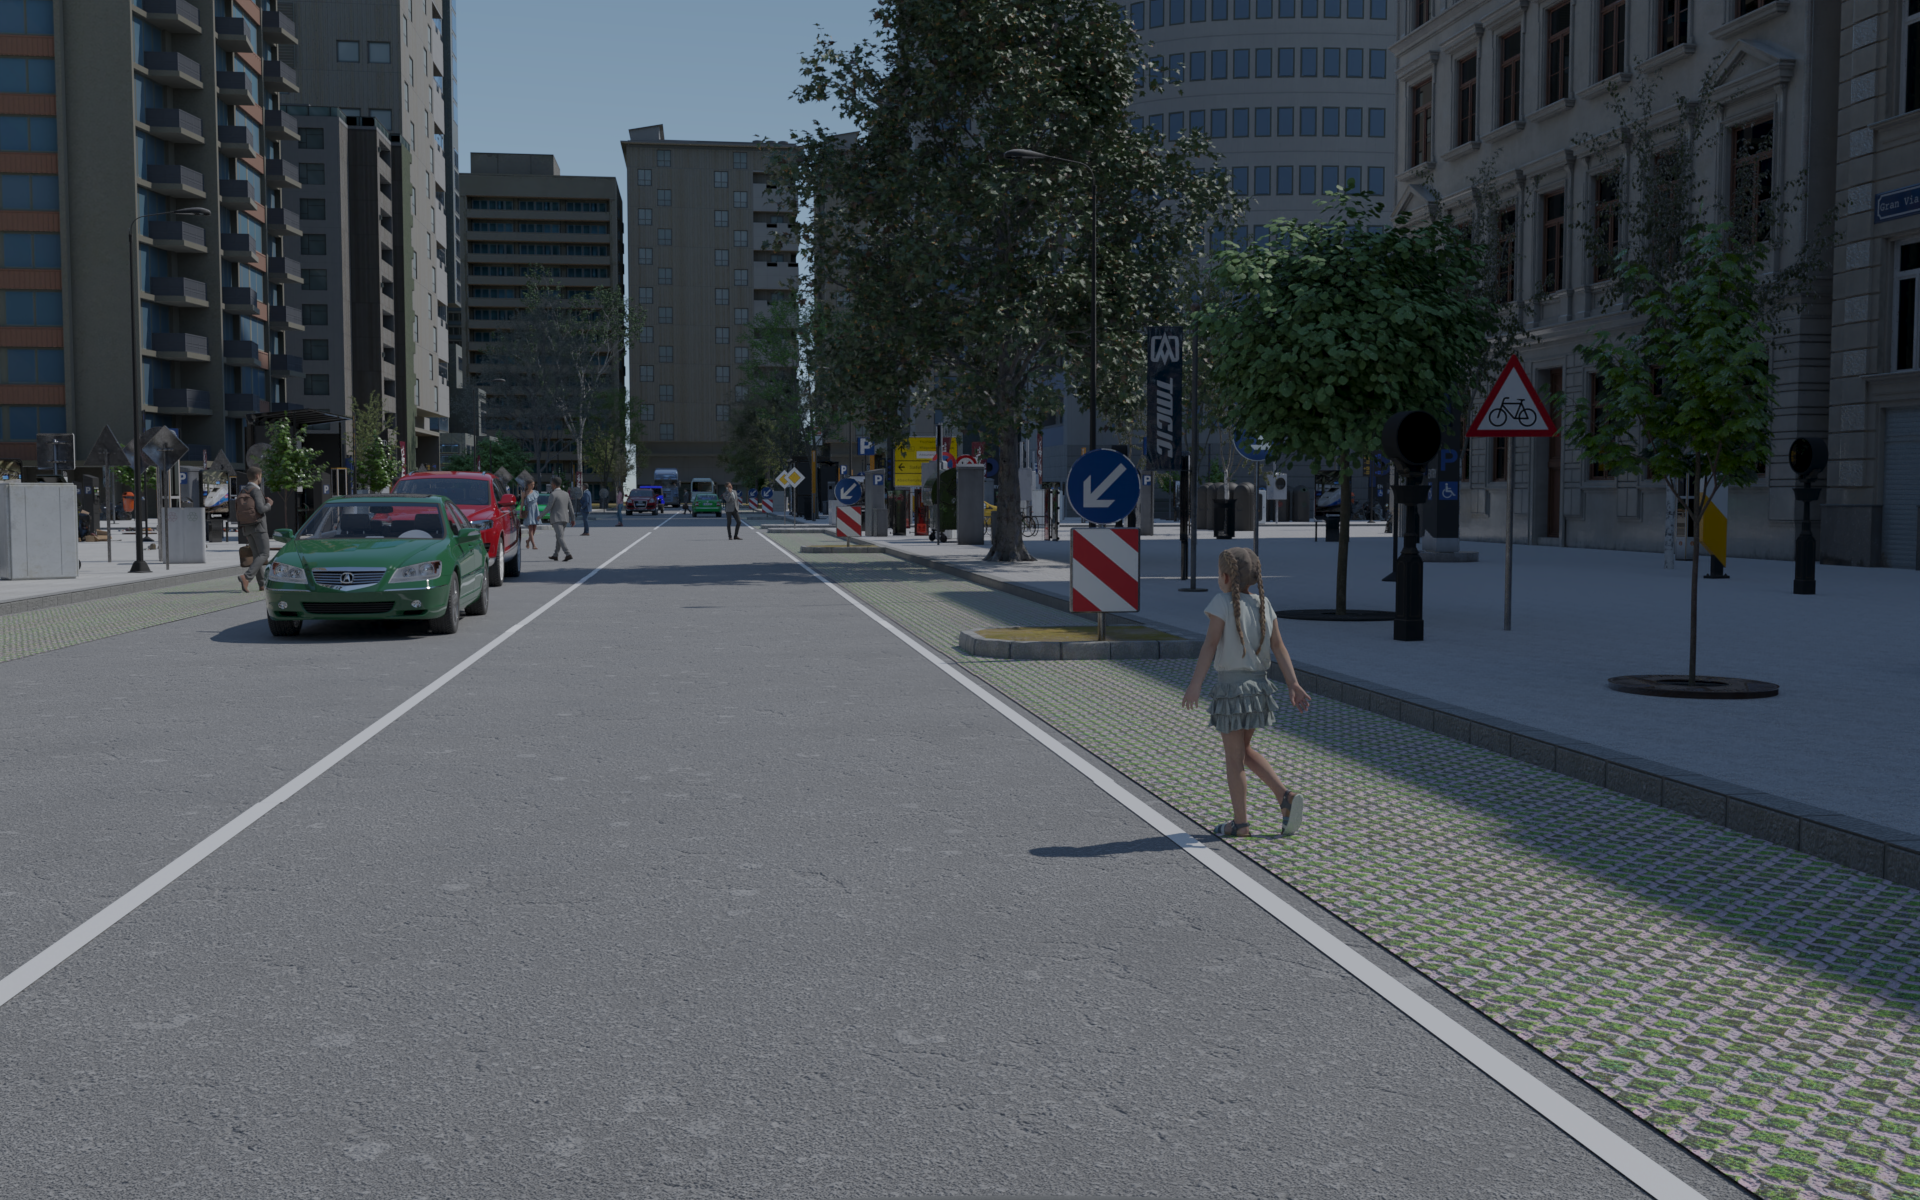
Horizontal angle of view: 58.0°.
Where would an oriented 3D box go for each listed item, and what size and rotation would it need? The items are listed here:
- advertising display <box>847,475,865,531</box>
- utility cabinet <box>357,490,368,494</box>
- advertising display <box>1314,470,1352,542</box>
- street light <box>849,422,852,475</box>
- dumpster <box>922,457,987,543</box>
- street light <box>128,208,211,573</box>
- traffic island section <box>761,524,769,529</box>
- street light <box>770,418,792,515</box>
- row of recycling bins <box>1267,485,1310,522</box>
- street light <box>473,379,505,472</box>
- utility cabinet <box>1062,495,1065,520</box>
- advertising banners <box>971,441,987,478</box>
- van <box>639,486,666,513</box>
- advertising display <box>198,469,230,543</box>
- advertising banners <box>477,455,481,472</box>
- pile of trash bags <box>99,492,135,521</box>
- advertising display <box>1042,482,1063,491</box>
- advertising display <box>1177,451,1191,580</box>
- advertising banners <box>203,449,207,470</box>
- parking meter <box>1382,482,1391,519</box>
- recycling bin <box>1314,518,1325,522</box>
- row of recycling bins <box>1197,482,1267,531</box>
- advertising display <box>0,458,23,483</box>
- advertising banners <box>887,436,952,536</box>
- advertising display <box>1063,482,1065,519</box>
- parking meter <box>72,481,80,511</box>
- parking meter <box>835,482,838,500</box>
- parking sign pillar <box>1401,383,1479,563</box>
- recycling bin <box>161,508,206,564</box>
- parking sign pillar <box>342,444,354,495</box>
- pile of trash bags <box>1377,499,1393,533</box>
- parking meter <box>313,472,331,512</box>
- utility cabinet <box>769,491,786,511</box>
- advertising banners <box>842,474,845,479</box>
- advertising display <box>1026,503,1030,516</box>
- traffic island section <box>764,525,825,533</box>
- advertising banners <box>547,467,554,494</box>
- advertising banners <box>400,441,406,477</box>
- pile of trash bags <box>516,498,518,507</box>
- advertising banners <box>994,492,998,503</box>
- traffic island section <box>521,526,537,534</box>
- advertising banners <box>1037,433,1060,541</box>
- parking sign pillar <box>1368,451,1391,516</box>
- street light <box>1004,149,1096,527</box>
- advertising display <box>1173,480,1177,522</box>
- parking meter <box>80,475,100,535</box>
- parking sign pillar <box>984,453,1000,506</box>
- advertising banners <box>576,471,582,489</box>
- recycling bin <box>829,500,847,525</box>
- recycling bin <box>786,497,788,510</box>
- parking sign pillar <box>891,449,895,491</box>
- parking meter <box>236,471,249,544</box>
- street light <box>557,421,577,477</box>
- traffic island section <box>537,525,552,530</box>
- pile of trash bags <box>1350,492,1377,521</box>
[{"bbox_3d":[-3.400,-3.322,59.522,0.974,1.923,0.123,-1,4,-22],"label":"advertising display"},{"bbox_3d":[-30.894,-4.948,89.571,0.318,1.500,1.173,0,4,-5],"label":"utility cabinet"},{"bbox_3d":[10.008,-2.525,46.503,0.974,1.923,0.123,1,4,8],"label":"advertising display"},{"bbox_3d":[-4.558,-5.561,63.471,1.470,5.913,1.316,-1,4,-8],"label":"street light"},{"bbox_3d":[-0.145,-2.680,46.306,1.502,2.255,1.985,-1,4,-8],"label":"dumpster"},{"bbox_3d":[-12.852,-3.403,28.177,1.470,5.913,1.316,-1,4,-8],"label":"street light"},{"bbox_3d":[-7.252,-3.036,71.926,2.009,0.180,2.903,-1,4,-8],"label":"traffic island section"},{"bbox_3d":[-10.913,-8.175,106.207,1.470,5.913,1.316,-1,4,-8],"label":"street light"},{"bbox_3d":[14.381,-4.465,80.108,3.534,1.692,1.069,1,4,11],"label":"row of recycling bins"},{"bbox_3d":[-19.045,-5.958,69.952,1.470,5.913,1.316,-1,4,-8],"label":"street light"},{"bbox_3d":[4.735,-4.543,85.448,0.306,1.237,1.020,3,5,40],"label":"utility cabinet"},{"bbox_3d":[-0.063,-3.775,57.912,2.074,3.025,0.090,2,4,29],"label":"advertising banners"},{"bbox_3d":[-23.161,-7.676,129.883,2.240,2.365,5.245,-1,4,-10],"label":"van"},{"bbox_3d":[-19.702,-2.481,45.780,0.123,1.923,0.974,1,4,19],"label":"advertising display"},{"bbox_3d":[-21.112,-4.928,76.768,0.090,3.025,2.074,-2,4,-29],"label":"advertising banners"},{"bbox_3d":[-40.754,-4.508,83.457,3.447,1.369,1.912,3,4,37],"label":"pile of trash bags"},{"bbox_3d":[4.701,-5.149,89.394,0.974,1.923,0.123,1,4,16],"label":"advertising display"},{"bbox_3d":[3.400,-1.279,26.133,0.123,1.923,0.974,1,4,10],"label":"advertising display"},{"bbox_3d":[-30.125,-4.439,68.773,0.090,3.025,2.074,-2,4,-35],"label":"advertising banners"},{"bbox_3d":[21.112,-4.892,85.693,0.399,1.863,0.255,-3,4,-38],"label":"parking meter"},{"bbox_3d":[16.593,-4.053,78.814,0.722,1.027,0.722,-2,4,-23],"label":"recycling bin"},{"bbox_3d":[9.423,-3.317,61.347,1.069,1.692,3.534,-1,4,-19],"label":"row of recycling bins"},{"bbox_3d":[-17.191,-1.579,31.038,0.123,1.923,0.974,1,4,14],"label":"advertising display"},{"bbox_3d":[-1.203,-3.479,53.071,2.074,3.025,0.090,2,4,23],"label":"advertising banners"},{"bbox_3d":[5.426,-5.223,90.602,0.123,1.923,0.974,0,4,5],"label":"advertising display"},{"bbox_3d":[-38.590,-4.285,75.771,0.399,1.863,0.255,-2,4,-31],"label":"parking meter"},{"bbox_3d":[-5.613,-4.598,80.885,0.255,1.863,0.399,3,5,43],"label":"parking meter"},{"bbox_3d":[9.184,-2.726,33.044,1.447,3.967,1.447,0,4,3],"label":"parking sign pillar"},{"bbox_3d":[-14.394,-1.197,32.133,0.722,1.027,0.722,-1,4,-23],"label":"recycling bin"},{"bbox_3d":[-33.238,-6.459,94.081,1.447,3.967,1.447,-1,4,-12],"label":"parking sign pillar"},{"bbox_3d":[15.800,-2.881,56.861,3.447,1.369,1.912,-1,4,-20],"label":"pile of trash bags"},{"bbox_3d":[-15.878,-2.290,43.151,0.255,1.863,0.399,1,4,16],"label":"parking meter"},{"bbox_3d":[-15.092,-8.269,143.876,1.173,1.500,0.318,-1,4,-21],"label":"utility cabinet"},{"bbox_3d":[-7.524,-6.828,107.827,0.090,3.025,2.074,1,4,22],"label":"advertising banners"},{"bbox_3d":[3.487,-5.070,88.108,0.974,1.923,0.123,2,4,31],"label":"advertising display"},{"bbox_3d":[-6.085,-2.553,64.026,2.009,0.180,2.903,-1,4,-8],"label":"traffic island section"},{"bbox_3d":[-26.103,-6.988,110.443,0.090,3.025,2.074,0,4,-1],"label":"advertising banners"},{"bbox_3d":[-18.349,-3.776,57.920,0.090,3.025,2.074,0,4,2],"label":"advertising banners"},{"bbox_3d":[-37.322,-8.016,140.811,1.912,1.369,3.447,2,4,30],"label":"pile of trash bags"},{"bbox_3d":[1.541,-5.507,86.223,0.090,3.025,2.074,2,4,26],"label":"advertising banners"},{"bbox_3d":[-16.515,-2.460,62.497,2.009,0.180,2.903,-1,4,-8],"label":"traffic island section"},{"bbox_3d":[2.416,-3.153,47.745,0.090,3.025,2.074,-1,4,-13],"label":"advertising banners"},{"bbox_3d":[21.546,-6.123,88.576,1.447,3.967,1.447,1,4,14],"label":"parking sign pillar"},{"bbox_3d":[1.284,-3.122,23.589,1.470,5.913,1.316,-1,4,-8],"label":"street light"},{"bbox_3d":[10.059,-4.601,80.443,0.123,1.923,0.974,1,4,20],"label":"advertising display"},{"bbox_3d":[-26.080,-2.833,52.037,0.399,1.863,0.255,1,4,14],"label":"parking meter"},{"bbox_3d":[1.557,-6.390,92.941,1.447,3.967,1.447,0,4,-4],"label":"parking sign pillar"},{"bbox_3d":[-30.111,-8.433,134.067,2.074,3.025,0.090,2,4,23],"label":"advertising banners"},{"bbox_3d":[-5.021,-3.615,71.666,0.722,1.027,0.722,-1,4,-15],"label":"recycling bin"},{"bbox_3d":[-14.588,-7.922,142.080,0.722,1.027,0.722,-2,4,-34],"label":"recycling bin"},{"bbox_3d":[-3.669,-7.004,102.988,1.447,3.967,1.447,1,4,22],"label":"parking sign pillar"},{"bbox_3d":[-18.339,-2.372,44.485,0.399,1.863,0.255,-1,4,-13],"label":"parking meter"},{"bbox_3d":[-25.016,-8.419,110.197,1.470,5.913,1.316,-1,4,-8],"label":"street light"},{"bbox_3d":[-17.681,-2.943,70.396,2.009,0.180,2.903,-1,4,-8],"label":"traffic island section"},{"bbox_3d":[19.576,-4.625,85.368,1.912,1.369,3.447,0,4,-4],"label":"pile of trash bags"}]
